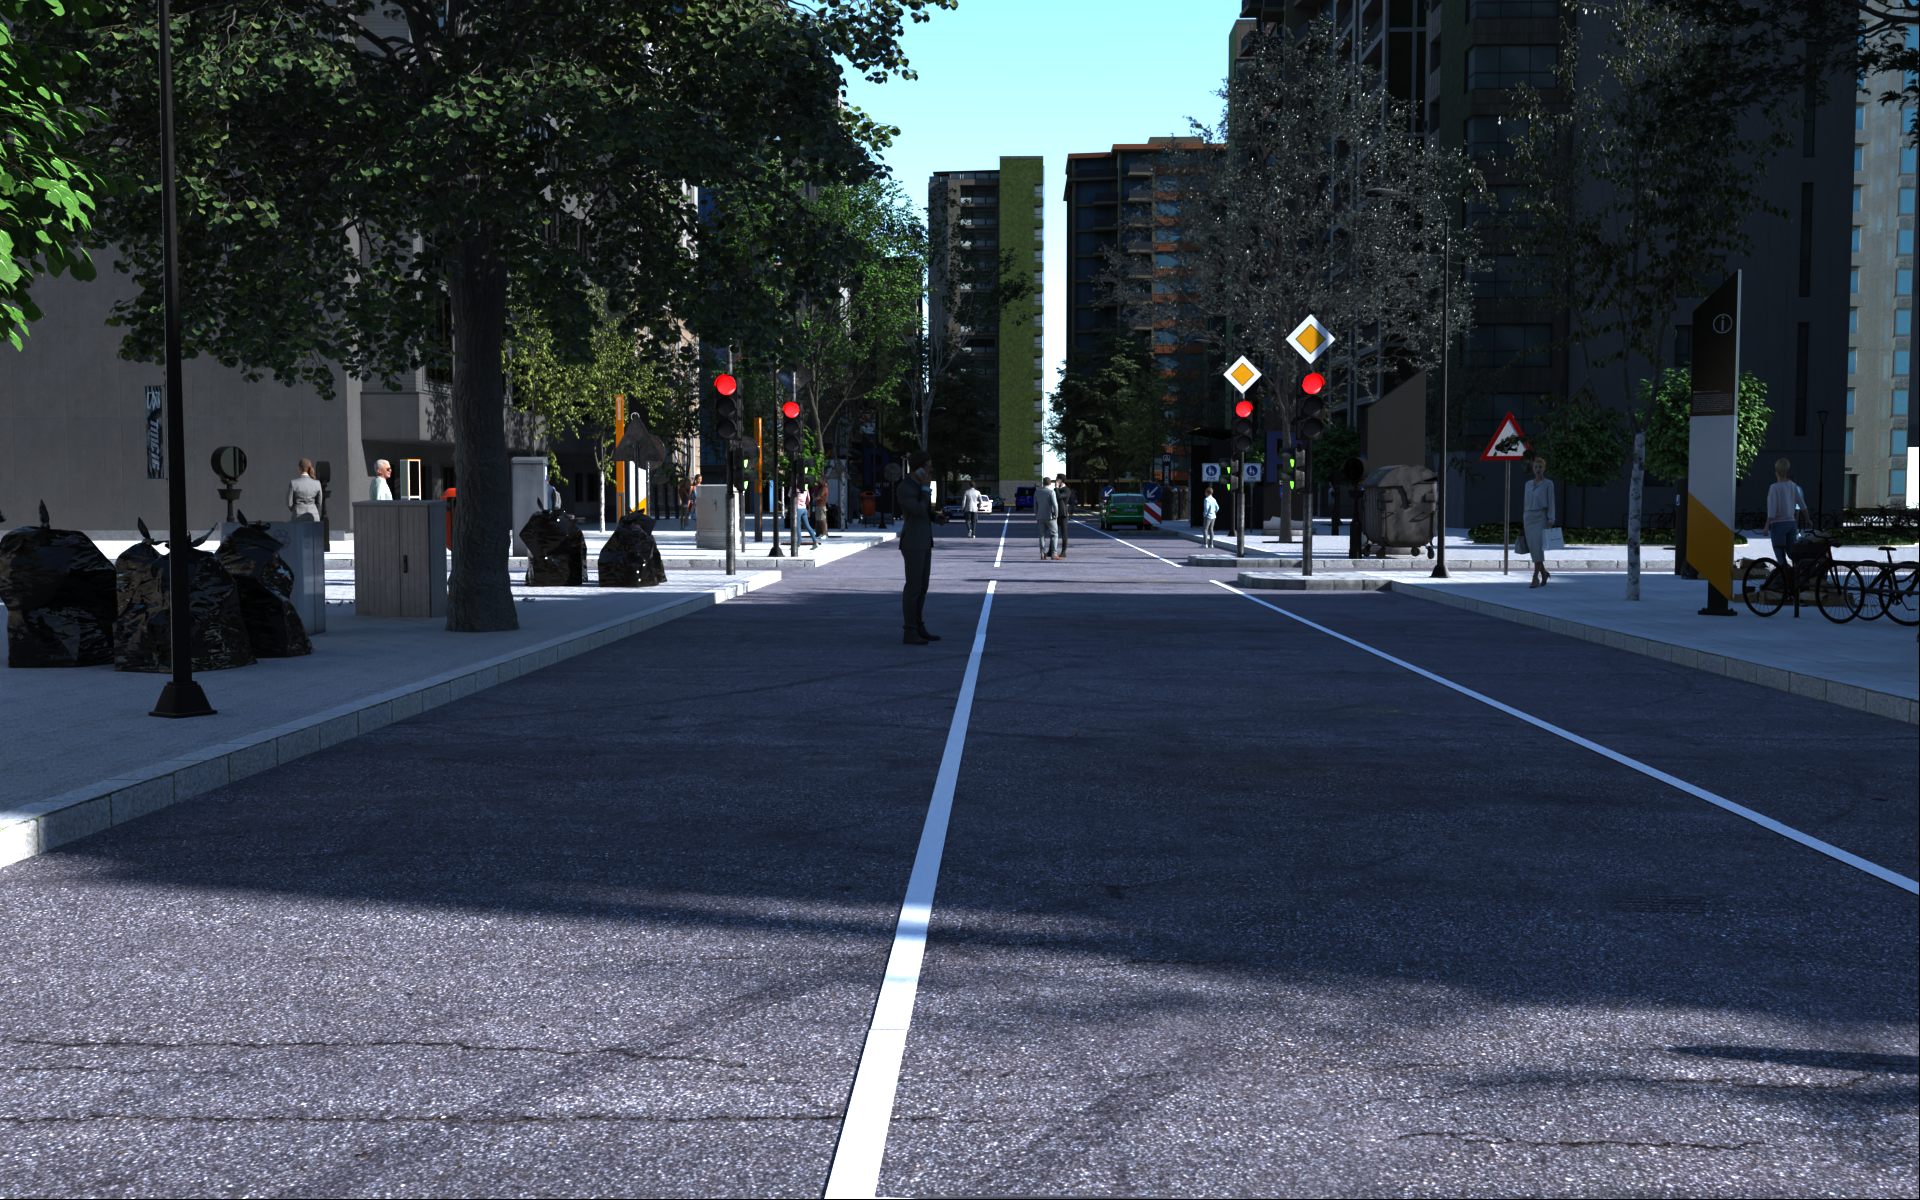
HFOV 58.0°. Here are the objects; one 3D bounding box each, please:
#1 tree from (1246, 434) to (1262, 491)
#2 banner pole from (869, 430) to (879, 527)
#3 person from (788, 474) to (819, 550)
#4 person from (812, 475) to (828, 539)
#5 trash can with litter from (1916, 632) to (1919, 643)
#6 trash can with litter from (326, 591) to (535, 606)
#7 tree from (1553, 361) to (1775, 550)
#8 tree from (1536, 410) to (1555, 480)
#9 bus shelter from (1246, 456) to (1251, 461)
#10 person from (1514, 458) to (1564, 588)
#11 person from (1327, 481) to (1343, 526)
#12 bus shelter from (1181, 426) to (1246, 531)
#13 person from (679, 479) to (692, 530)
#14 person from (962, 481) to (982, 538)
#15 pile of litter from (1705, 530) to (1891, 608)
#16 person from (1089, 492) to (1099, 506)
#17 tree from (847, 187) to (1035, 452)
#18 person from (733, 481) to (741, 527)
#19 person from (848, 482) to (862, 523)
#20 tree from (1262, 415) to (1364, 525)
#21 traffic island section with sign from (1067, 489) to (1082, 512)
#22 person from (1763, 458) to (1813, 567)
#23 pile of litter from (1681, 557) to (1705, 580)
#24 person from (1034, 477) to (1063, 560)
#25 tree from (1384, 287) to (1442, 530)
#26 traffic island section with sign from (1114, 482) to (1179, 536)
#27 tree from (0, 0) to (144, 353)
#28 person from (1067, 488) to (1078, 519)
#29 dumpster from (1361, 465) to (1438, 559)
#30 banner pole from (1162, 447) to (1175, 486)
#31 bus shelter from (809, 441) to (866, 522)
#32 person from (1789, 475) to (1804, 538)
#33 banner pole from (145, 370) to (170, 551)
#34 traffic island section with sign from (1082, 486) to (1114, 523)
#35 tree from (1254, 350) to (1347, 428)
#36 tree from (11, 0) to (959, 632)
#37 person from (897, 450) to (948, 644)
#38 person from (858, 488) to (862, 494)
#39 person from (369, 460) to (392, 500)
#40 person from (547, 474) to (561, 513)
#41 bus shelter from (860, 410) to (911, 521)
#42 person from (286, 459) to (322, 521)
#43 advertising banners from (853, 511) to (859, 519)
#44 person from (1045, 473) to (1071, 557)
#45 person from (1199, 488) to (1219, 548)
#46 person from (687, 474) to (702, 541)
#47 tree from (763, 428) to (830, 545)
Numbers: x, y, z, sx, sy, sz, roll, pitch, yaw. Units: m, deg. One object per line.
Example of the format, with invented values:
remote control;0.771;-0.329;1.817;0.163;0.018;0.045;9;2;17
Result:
tree;15.877;-6.531;90.495;4.285;4.588;4.351;0;3;0
banner pole;-3.344;-4.731;67.364;0.401;3.779;0.863;0;4;-6
person;-3.578;-2.022;39.687;0.643;1.750;0.593;2;4;27
person;-3.976;-2.665;49.587;0.580;1.828;0.573;2;4;30
trash can with litter;9.125;-0.222;14.683;2.233;1.210;1.678;0;4;-4
trash can with litter;-6.195;-0.579;20.531;2.233;1.210;1.678;1;4;10
tree;16.966;-3.436;39.895;4.285;4.588;4.351;0;3;0
tree;20.235;-4.431;56.157;4.285;4.588;4.351;0;3;0
bus shelter;11.961;-5.241;79.617;2.014;3.302;5.546;0;4;2
person;7.985;-1.063;23.781;0.624;1.780;0.694;-2;4;-24
person;14.946;-3.873;69.495;0.853;1.813;0.709;-2;4;-29
bus shelter;9.205;-4.381;62.907;1.731;3.624;6.357;0;4;2
person;-9.860;-3.441;62.279;0.580;1.828;0.573;0;4;6
person;0.402;-2.939;56.394;0.661;1.843;0.795;-1;4;-8
pile of litter;9.831;-0.380;20.174;1.176;0.858;1.719;-1;4;-23
person;14.256;-10.810;183.496;1.217;1.735;0.721;0;4;-2
tree;-0.908;-15.236;105.000;12.611;20.169;13.585;0;3;0
person;-8.225;-3.461;63.305;0.731;1.740;0.598;3;5;39
person;-4.627;-4.284;76.194;0.694;1.812;0.767;-2;4;-34
tree;15.657;-5.388;71.813;4.285;4.588;4.351;0;3;0
traffic island section with sign;8.844;-7.850;136.983;1.989;1.847;2.006;0;4;2
person;10.764;-0.953;22.290;0.731;1.740;0.598;-3;4;-37
pile of litter;11.706;-0.751;26.251;1.719;0.858;1.176;0;4;-5
person;1.903;-1.787;37.819;0.635;1.810;0.391;2;4;28
tree;16.905;-6.767;61.011;4.360;8.622;3.978;0;3;0
traffic island section with sign;6.486;-3.137;59.925;1.989;1.847;2.006;0;4;2
tree;-5.142;-1.418;6.904;4.285;4.588;4.351;0;3;0
person;6.325;-5.483;98.499;0.716;1.782;0.532;-2;4;-28
dumpster;8.838;-1.776;34.798;1.264;1.857;1.865;0;4;2
banner pole;11.124;-6.235;91.953;0.863;3.779;0.401;0;4;6
bus shelter;-4.990;-4.617;69.416;2.014;3.302;5.546;0;4;2
person;23.883;-2.662;49.580;0.660;1.820;0.620;-2;4;-26
banner pole;-16.206;-2.759;35.128;0.863;3.779;0.401;2;4;25
traffic island section with sign;7.321;-4.802;87.142;1.989;1.847;2.006;0;4;2
tree;16.375;-8.132;83.319;4.360;8.622;3.978;0;3;0
tree;-4.635;-6.685;15.963;9.857;13.997;8.962;0;3;0
person;-0.345;-0.511;16.654;0.447;1.846;0.655;1;4;13
person;-9.113;-9.112;155.032;1.348;1.823;0.705;3;4;38
person;-8.179;-1.093;24.397;0.515;1.767;0.782;-2;4;-27
person;-10.211;-2.224;42.747;0.721;1.781;0.623;1;4;16
bus shelter;-3.608;-6.586;85.318;2.179;5.291;8.768;0;4;2
person;-9.535;-1.143;25.006;0.573;1.790;0.520;3;4;37
advertising banners;-4.763;-5.764;90.424;2.074;3.025;0.090;-1;4;-21
person;2.219;-1.926;39.357;0.474;1.900;0.648;-3;4;-37
person;6.662;-2.202;46.320;0.589;1.601;0.330;-3;4;-37
person;-6.955;-2.425;45.785;0.616;1.811;0.778;-2;4;-24
tree;-4.164;-3.002;43.689;1.663;3.219;1.824;0;3;0
